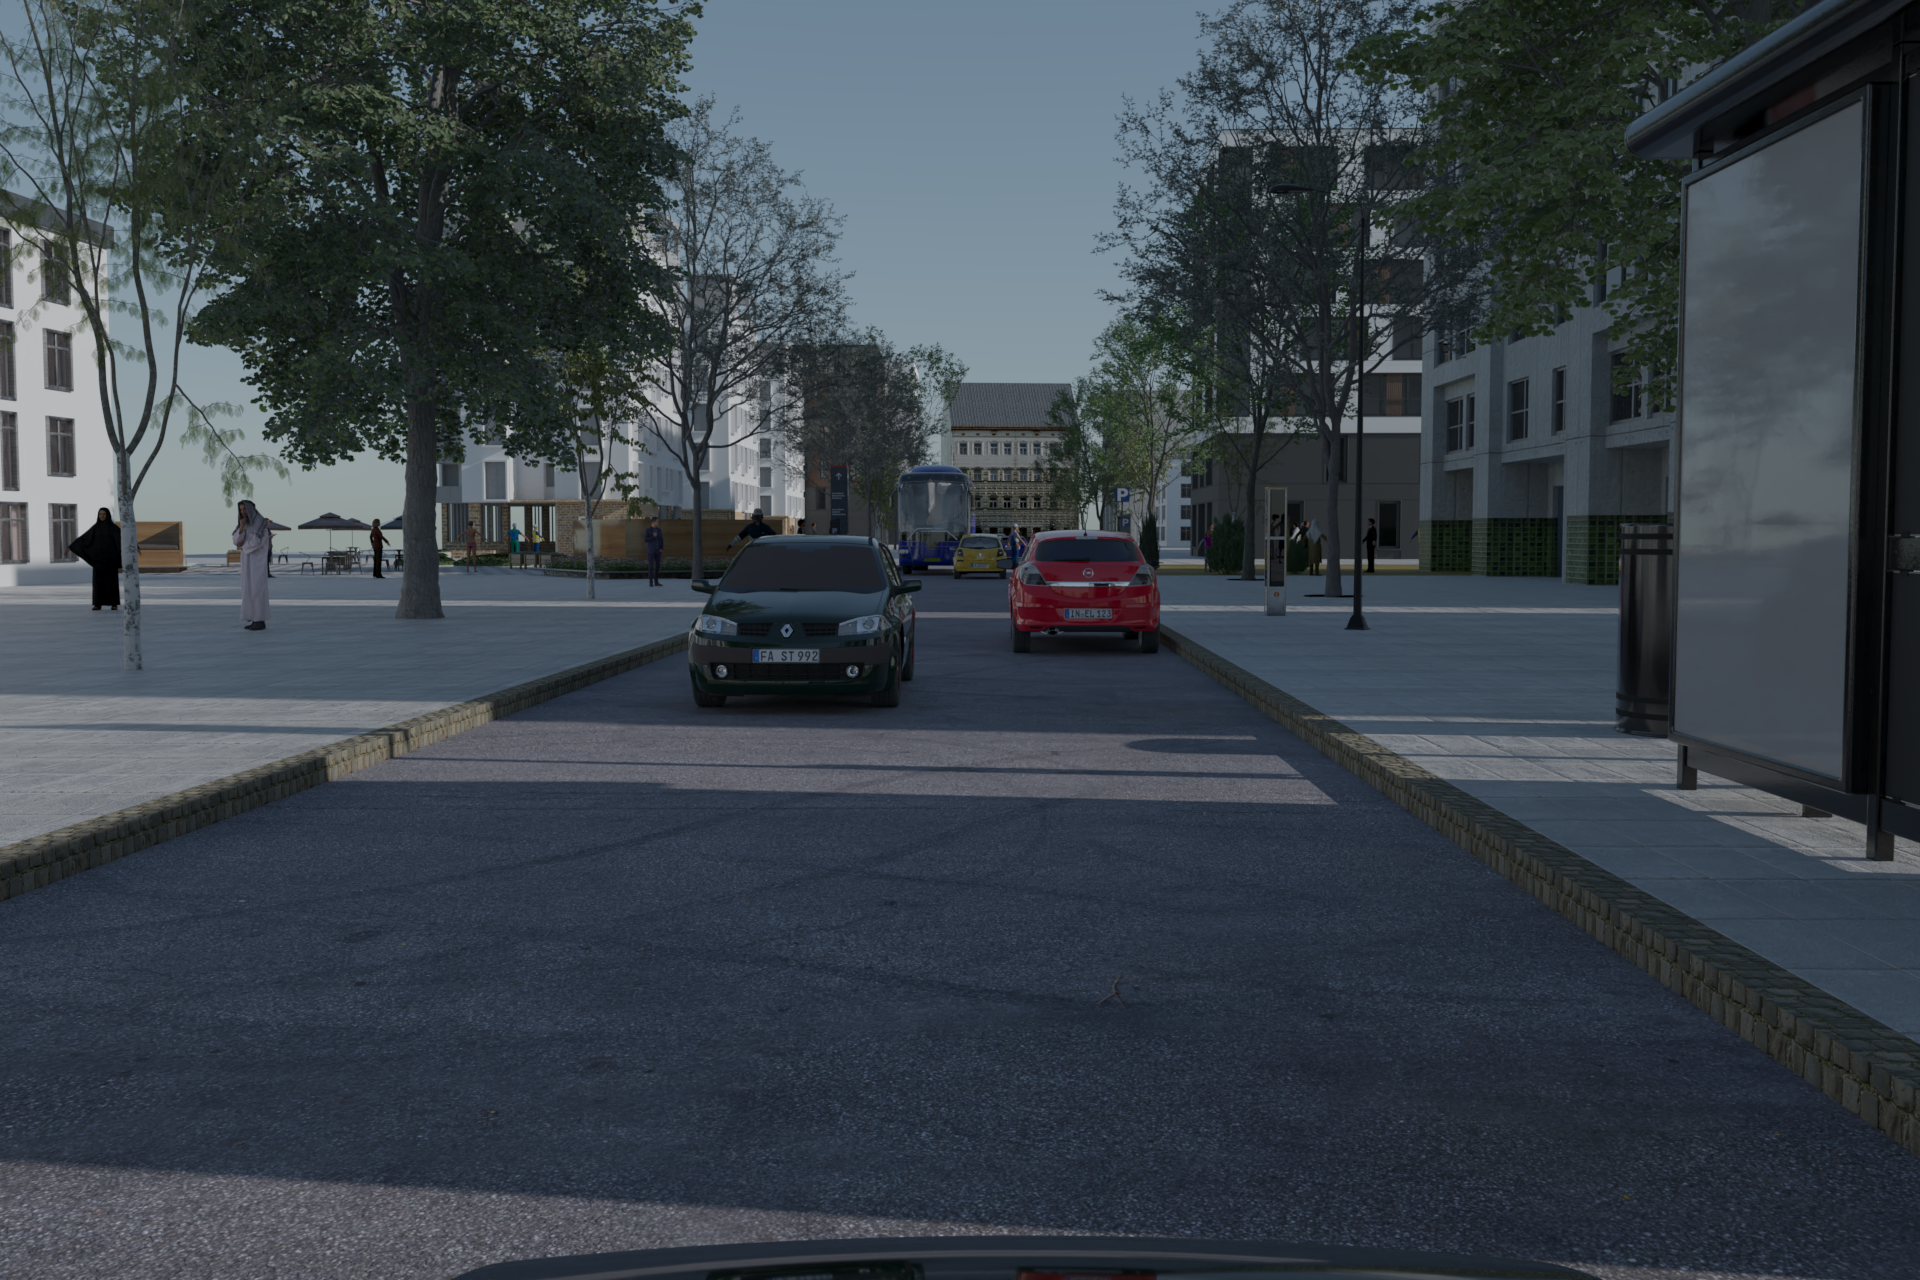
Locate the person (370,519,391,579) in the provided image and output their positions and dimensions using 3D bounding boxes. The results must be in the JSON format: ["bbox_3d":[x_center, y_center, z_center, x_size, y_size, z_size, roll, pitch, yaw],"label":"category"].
[{"bbox_3d":[-16.770,-2.647,50.086,0.721,1.729,1.215,-3,5,-41],"label":"person"}]

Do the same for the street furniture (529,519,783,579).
[{"bbox_3d":[-9.562,-2.781,52.326,9.812,1.723,11.010,-2,4,-31],"label":"street furniture"}]

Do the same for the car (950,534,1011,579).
[{"bbox_3d":[0.661,-2.826,56.424,2.015,1.641,3.980,0,4,1],"label":"car"}]

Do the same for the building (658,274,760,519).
[{"bbox_3d":[-21.538,-16.568,127.302,16.016,20.090,11.380,0,4,2],"label":"building"}]

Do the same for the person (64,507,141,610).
[{"bbox_3d":[-14.398,-1.366,29.115,1.214,1.737,0.721,-1,4,-9],"label":"person"}]

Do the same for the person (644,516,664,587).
[{"bbox_3d":[-7.497,-2.170,42.438,0.541,1.710,0.530,-2,4,-35],"label":"person"}]

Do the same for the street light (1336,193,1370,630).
[{"bbox_3d":[5.885,-3.092,23.099,1.470,5.913,1.316,0,4,1],"label":"street light"}]

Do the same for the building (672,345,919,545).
[{"bbox_3d":[-19.365,-21.971,203.198,27.936,21.610,32.646,0,4,1],"label":"building"}]

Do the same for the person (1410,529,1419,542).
[{"bbox_3d":[19.847,-4.169,74.129,1.349,1.833,0.705,3,4,39],"label":"person"}]

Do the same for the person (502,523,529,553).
[{"bbox_3d":[-21.549,-4.755,83.874,1.347,1.817,0.704,0,4,0],"label":"person"}]

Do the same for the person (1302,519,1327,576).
[{"bbox_3d":[10.991,-2.848,53.333,0.721,1.736,1.217,-2,4,-35],"label":"person"}]

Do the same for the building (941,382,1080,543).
[{"bbox_3d":[6.919,-25.480,249.975,18.063,23.208,19.493,0,4,-5],"label":"building"}]

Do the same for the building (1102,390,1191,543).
[{"bbox_3d":[27.462,-21.668,220.733,16.747,18.905,31.486,0,4,1],"label":"building"}]

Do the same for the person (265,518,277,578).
[{"bbox_3d":[-20.134,-2.695,50.641,0.750,1.759,0.617,1,4,16],"label":"person"}]

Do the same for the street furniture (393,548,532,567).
[{"bbox_3d":[-20.013,-3.421,71.565,5.734,0.657,10.072,0,4,-6],"label":"street furniture"}]

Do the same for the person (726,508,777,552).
[{"bbox_3d":[-4.402,-1.948,37.719,1.351,1.845,0.704,0,4,-6],"label":"person"}]

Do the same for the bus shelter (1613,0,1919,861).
[{"bbox_3d":[4.385,-1.803,7.112,2.179,5.291,8.768,0,4,1],"label":"bus shelter"}]

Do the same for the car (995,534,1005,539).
[{"bbox_3d":[3.503,-9.057,159.874,2.131,1.459,4.920,0,4,0],"label":"car"}]

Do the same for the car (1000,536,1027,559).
[{"bbox_3d":[2.651,-4.571,87.308,1.945,1.354,3.894,0,4,1],"label":"car"}]

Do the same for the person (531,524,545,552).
[{"bbox_3d":[-21.429,-4.976,87.821,0.721,1.772,1.216,-3,5,-44],"label":"person"}]

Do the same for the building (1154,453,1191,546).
[{"bbox_3d":[25.883,-14.528,179.675,9.099,9.664,28.070,0,4,1],"label":"building"}]

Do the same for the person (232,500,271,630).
[{"bbox_3d":[-9.519,-1.012,23.257,0.551,1.740,0.621,1,4,10],"label":"person"}]

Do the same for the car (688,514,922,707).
[{"bbox_3d":[-1.324,-0.354,15.578,2.009,1.686,4.222,0,4,1],"label":"car"}]

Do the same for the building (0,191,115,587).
[{"bbox_3d":[-24.299,-5.590,33.544,9.099,9.664,28.070,0,4,2],"label":"building"}]

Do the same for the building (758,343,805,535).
[{"bbox_3d":[-21.930,-19.339,172.620,16.016,20.090,11.380,0,4,1],"label":"building"}]

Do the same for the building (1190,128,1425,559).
[{"bbox_3d":[27.595,-15.879,103.599,27.936,21.610,32.646,0,4,2],"label":"building"}]

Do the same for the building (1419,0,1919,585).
[{"bbox_3d":[24.074,-10.868,44.156,16.747,18.905,31.486,0,4,1],"label":"building"}]

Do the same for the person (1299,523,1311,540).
[{"bbox_3d":[17.108,-4.934,86.438,1.354,1.858,0.705,-1,4,-12],"label":"person"}]

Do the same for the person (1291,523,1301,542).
[{"bbox_3d":[15.720,-4.586,81.166,0.705,1.806,1.347,2,4,30],"label":"person"}]

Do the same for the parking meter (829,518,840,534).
[{"bbox_3d":[-4.600,-3.539,63.568,0.399,1.863,0.255,0,4,2],"label":"parking meter"}]

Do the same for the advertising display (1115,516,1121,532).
[{"bbox_3d":[5.613,-3.447,61.579,0.123,1.923,0.974,0,4,2],"label":"advertising display"}]

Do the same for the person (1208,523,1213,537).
[{"bbox_3d":[12.564,-4.911,86.436,0.704,1.812,1.346,2,4,31],"label":"person"}]

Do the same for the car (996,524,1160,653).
[{"bbox_3d":[1.542,-0.813,22.335,2.155,1.783,4.494,0,4,1],"label":"car"}]

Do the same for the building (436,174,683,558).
[{"bbox_3d":[-22.114,-14.443,92.556,16.016,20.090,11.380,0,4,1],"label":"building"}]

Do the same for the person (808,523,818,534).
[{"bbox_3d":[-6.550,-4.373,77.762,0.705,1.796,1.348,-2,4,-34],"label":"person"}]

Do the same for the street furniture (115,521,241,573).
[{"bbox_3d":[-30.409,-3.225,59.587,11.010,1.723,9.812,-1,4,-22],"label":"street furniture"}]
